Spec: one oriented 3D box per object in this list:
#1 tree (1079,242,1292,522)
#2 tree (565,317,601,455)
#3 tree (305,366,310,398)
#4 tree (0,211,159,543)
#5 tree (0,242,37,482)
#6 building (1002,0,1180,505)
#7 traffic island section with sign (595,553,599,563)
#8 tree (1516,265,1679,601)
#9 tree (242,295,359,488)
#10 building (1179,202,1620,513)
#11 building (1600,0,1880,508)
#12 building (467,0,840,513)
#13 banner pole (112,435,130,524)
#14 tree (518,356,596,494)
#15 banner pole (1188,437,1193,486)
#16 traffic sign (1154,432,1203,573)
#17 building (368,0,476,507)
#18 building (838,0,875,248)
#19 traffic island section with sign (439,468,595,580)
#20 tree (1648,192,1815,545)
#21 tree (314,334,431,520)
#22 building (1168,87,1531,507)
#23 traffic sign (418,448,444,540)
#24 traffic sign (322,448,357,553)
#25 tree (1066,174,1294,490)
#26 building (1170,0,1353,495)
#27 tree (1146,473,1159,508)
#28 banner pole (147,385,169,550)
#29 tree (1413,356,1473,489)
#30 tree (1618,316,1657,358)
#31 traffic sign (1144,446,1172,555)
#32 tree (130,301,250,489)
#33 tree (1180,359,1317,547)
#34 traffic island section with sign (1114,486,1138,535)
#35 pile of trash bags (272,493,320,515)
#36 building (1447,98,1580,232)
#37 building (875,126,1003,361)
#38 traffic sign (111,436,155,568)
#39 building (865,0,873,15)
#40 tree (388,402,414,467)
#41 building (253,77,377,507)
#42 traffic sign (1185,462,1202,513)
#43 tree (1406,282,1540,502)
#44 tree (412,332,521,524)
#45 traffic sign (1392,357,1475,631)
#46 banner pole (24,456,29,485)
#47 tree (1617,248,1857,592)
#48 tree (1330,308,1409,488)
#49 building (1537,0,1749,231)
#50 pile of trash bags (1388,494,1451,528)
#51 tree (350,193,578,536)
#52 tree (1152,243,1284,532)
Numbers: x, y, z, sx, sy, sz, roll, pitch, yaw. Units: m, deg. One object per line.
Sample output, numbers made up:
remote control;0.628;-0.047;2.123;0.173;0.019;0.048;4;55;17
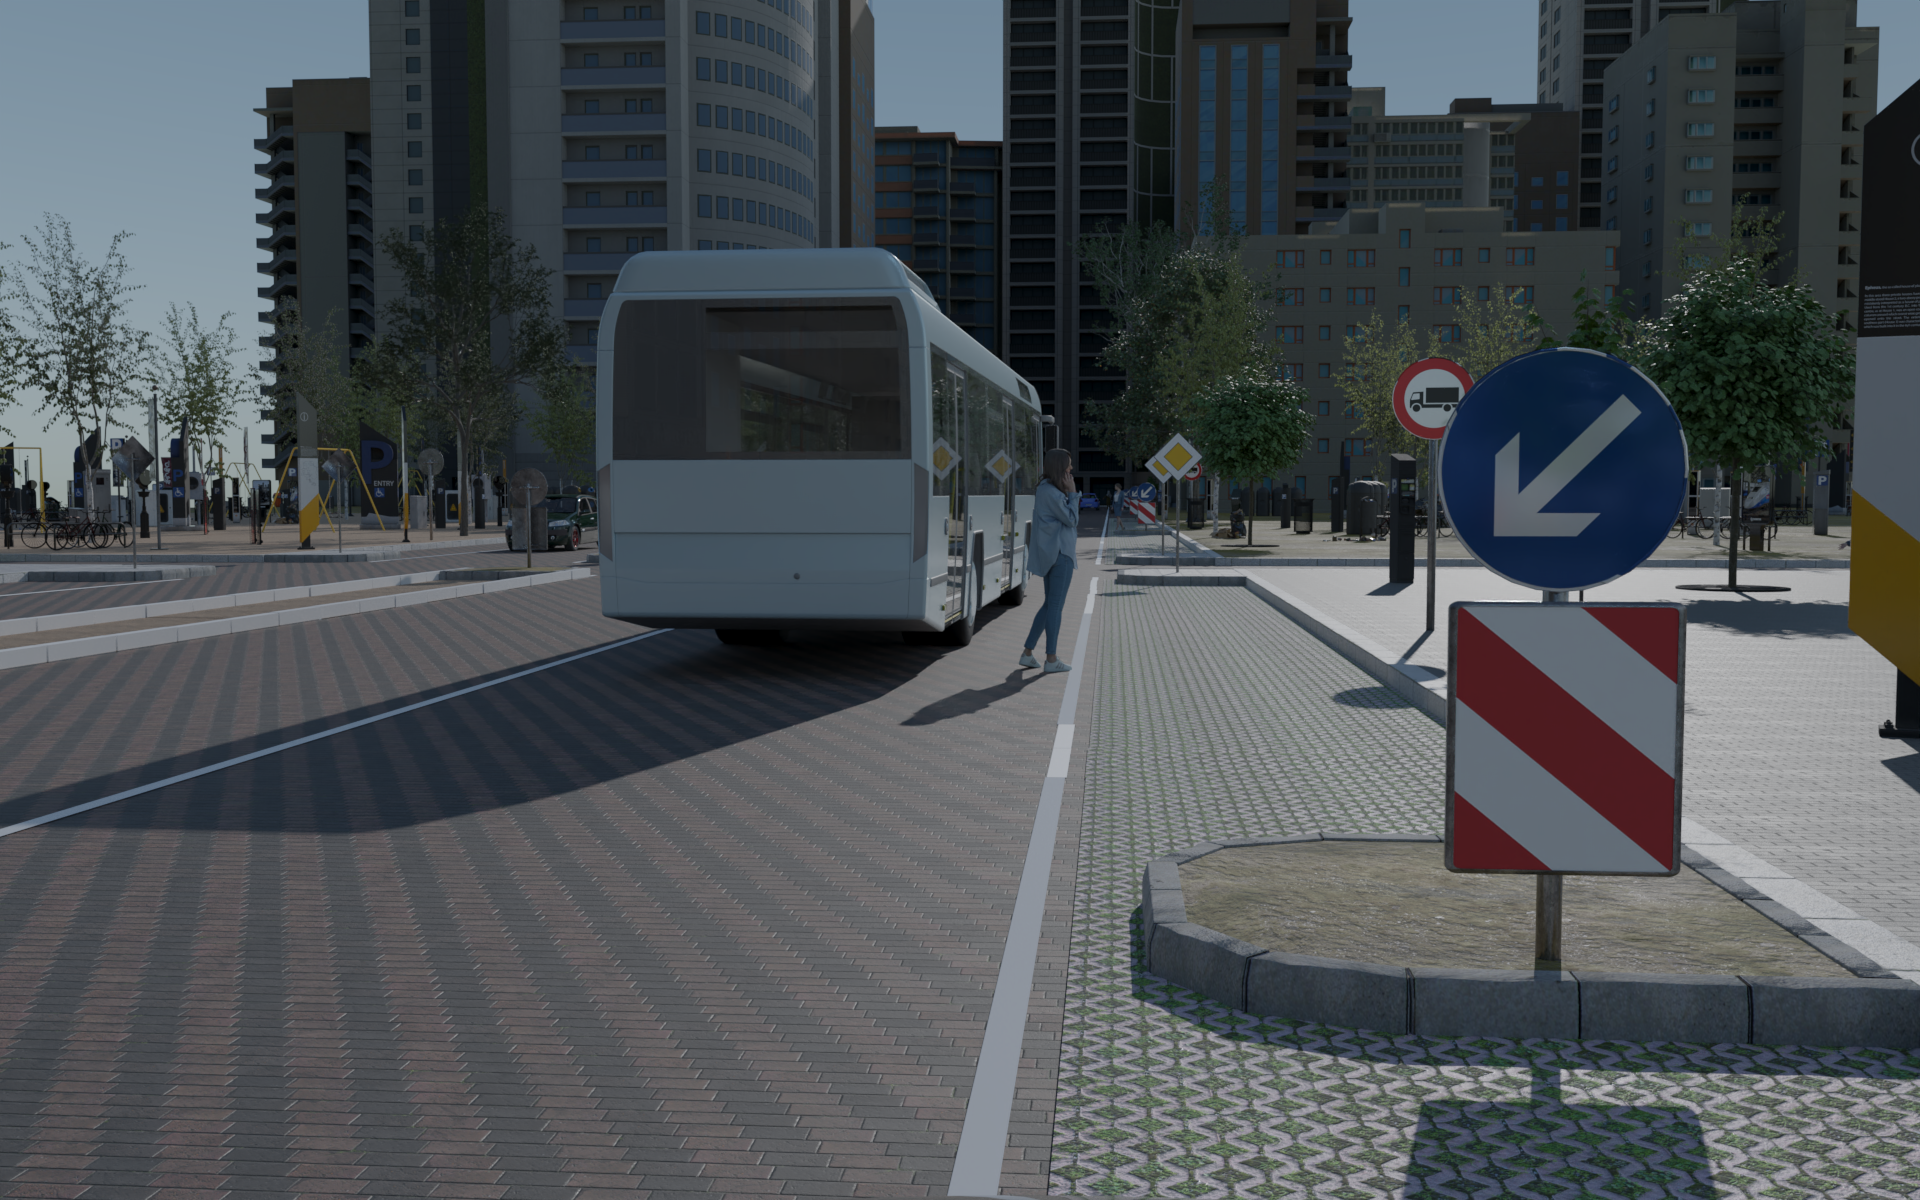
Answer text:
tree;10.714;-9.903;78.930;9.611;12.733;9.660;0;3;0
tree;-13.770;-7.372;70.896;4.360;8.622;3.978;0;3;0
tree;-30.546;-8.340;86.716;4.737;8.622;4.395;0;3;0
tree;-22.856;-5.796;45.130;4.360;8.622;3.978;0;3;0
tree;-27.211;-5.923;47.199;4.737;8.622;4.395;0;3;0
building;15.845;-46.913;205.287;20.611;71.187;20.563;0;4;5
traffic island section with sign;-6.895;-1.759;36.902;2.006;1.907;1.989;0;4;5
tree;5.354;-1.236;14.812;1.663;3.219;1.824;0;3;0
tree;-24.049;-6.935;63.753;4.360;8.622;3.978;0;3;0
building;30.712;-17.392;129.399;27.650;21.520;28.899;0;4;5
building;76.042;-33.332;168.674;21.600;48.544;21.300;0;4;5
building;-21.445;-35.783;127.048;21.231;58.520;28.212;0;4;5
banner pole;-35.535;-5.103;73.456;0.401;3.779;0.863;3;5;41
tree;-20.059;-8.356;86.983;4.737;8.622;4.395;0;3;0
banner pole;9.116;-4.797;68.447;0.401;3.779;0.863;1;4;21
traffic sign;3.550;-1.504;28.239;0.795;2.450;0.064;0;4;5
building;-46.664;-45.313;179.119;20.611;71.187;20.563;0;4;5
building;-15.060;-30.461;148.141;14.600;45.320;14.200;0;4;5
traffic island section with sign;-7.550;-1.308;29.523;2.006;1.907;1.989;0;4;5
tree;19.217;-5.693;43.443;4.737;8.622;4.395;0;3;0
tree;-25.817;-7.855;78.796;4.737;8.622;4.395;0;3;0
building;36.684;-29.249;170.101;32.217;40.220;23.993;0;4;5
traffic sign;-14.672;-2.929;47.999;0.768;2.556;0.104;1;4;9
traffic sign;-13.529;-2.087;37.763;0.795;2.450;0.064;0;4;5
tree;12.967;-15.134;103.328;12.611;20.169;13.585;0;3;0
building;25.914;-30.659;151.388;14.600;45.320;14.200;0;4;5
tree;19.068;-10.970;173.963;1.663;3.219;1.824;0;3;0
banner pole;-18.600;-3.056;39.986;0.401;3.779;0.863;-3;5;-39
tree;25.779;-8.690;92.447;4.737;8.622;4.395;0;3;0
tree;27.716;-7.343;70.415;4.360;8.622;3.978;0;3;0
traffic sign;4.246;-1.991;36.194;0.795;2.450;0.064;0;4;5
tree;-28.808;-7.044;65.539;4.737;8.622;4.395;0;3;0
tree;7.020;-3.579;42.233;4.285;4.588;4.351;0;3;0
traffic island section with sign;6.436;-3.198;60.918;1.989;1.847;2.006;0;4;5
pile of trash bags;-41.718;-6.031;108.359;3.447;1.369;1.912;2;4;27
building;61.577;-33.564;198.884;14.200;45.320;14.600;0;4;5
building;-8.714;-33.921;209.237;28.867;44.769;22.147;0;4;5
traffic sign;-14.225;-1.600;29.808;0.795;2.450;0.064;0;4;5
building;-21.131;-52.706;174.415;31.000;86.520;22.319;0;4;5
tree;-31.766;-9.308;102.548;4.360;8.622;3.978;0;3;0
building;-64.446;-32.655;184.027;14.200;45.320;14.600;0;4;5
traffic sign;8.648;-3.949;64.679;0.768;2.556;0.104;1;4;12
tree;18.077;-6.671;59.439;4.360;8.622;3.978;0;3;0
tree;-20.653;-7.491;72.841;4.360;8.622;3.978;0;3;0
traffic sign;4.423;-0.985;16.207;0.768;2.556;0.104;1;4;12
banner pole;-60.475;-7.478;112.284;0.401;3.779;0.863;-1;4;-9
tree;10.436;-2.410;23.122;4.285;4.588;4.351;0;3;0
tree;16.951;-7.282;69.420;4.360;8.622;3.978;0;3;0
building;79.199;-46.579;199.816;20.611;71.187;20.563;0;4;5
pile of trash bags;16.881;-3.418;65.630;3.447;1.369;1.912;-2;4;-24
tree;-14.939;-7.247;52.907;8.767;10.594;7.601;3;4;38
tree;7.644;-6.194;51.641;4.737;8.622;4.395;0;3;0
